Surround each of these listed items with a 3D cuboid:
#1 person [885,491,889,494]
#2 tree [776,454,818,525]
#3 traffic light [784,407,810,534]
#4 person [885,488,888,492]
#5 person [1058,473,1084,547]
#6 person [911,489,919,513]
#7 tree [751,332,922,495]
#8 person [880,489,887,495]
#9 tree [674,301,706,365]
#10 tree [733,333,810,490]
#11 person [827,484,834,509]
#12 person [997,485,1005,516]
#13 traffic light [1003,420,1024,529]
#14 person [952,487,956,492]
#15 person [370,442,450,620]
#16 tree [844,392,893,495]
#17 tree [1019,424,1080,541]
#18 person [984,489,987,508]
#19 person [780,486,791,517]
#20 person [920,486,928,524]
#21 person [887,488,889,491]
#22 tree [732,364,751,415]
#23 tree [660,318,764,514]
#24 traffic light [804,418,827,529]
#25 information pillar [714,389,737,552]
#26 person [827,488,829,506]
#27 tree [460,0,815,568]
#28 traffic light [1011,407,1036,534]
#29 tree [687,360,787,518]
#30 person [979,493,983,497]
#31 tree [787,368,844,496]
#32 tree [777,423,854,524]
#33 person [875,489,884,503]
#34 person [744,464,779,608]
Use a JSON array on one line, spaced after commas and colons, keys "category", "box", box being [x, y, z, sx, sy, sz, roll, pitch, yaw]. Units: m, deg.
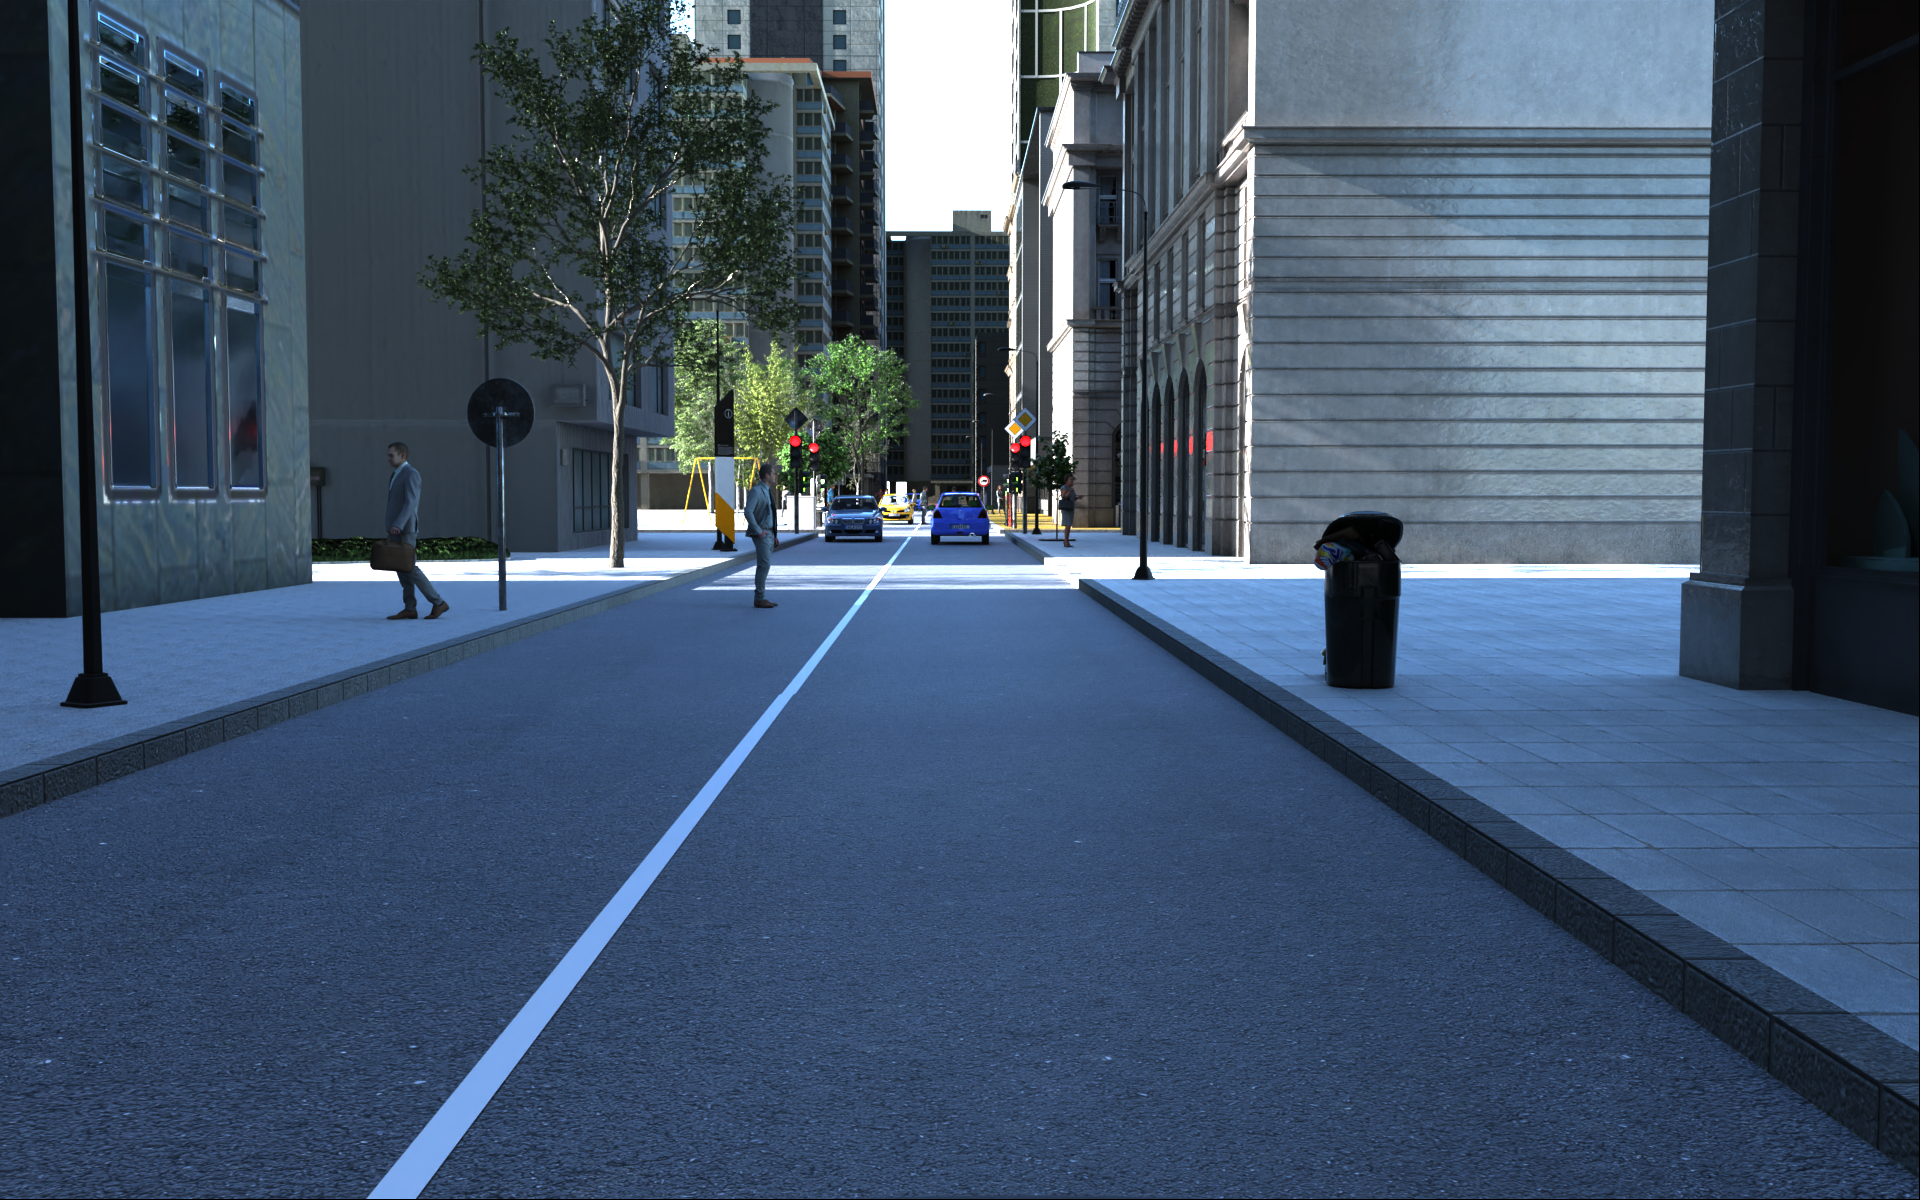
[{"category": "person", "box": [-4.418, -5.810, 105.304, 0.330, 1.601, 0.589, -1, 4, -23]}, {"category": "tree", "box": [-6.915, -4.726, 71.875, 1.663, 3.219, 1.824, 0, 3, 0]}, {"category": "traffic light", "box": [-5.275, -4.102, 55.986, 0.839, 4.253, 0.868, 0, 4, -1]}, {"category": "person", "box": [-6.691, -9.294, 158.128, 0.705, 1.807, 1.348, 0, 4, 8]}, {"category": "person", "box": [2.648, -2.166, 41.822, 0.532, 1.782, 0.716, 2, 4, 34]}, {"category": "person", "box": [-3.382, -7.336, 128.631, 0.728, 1.800, 0.709, 1, 4, 15]}, {"category": "tree", "box": [-6.505, -11.438, 112.774, 9.928, 11.665, 9.643, 0, 3, 0]}, {"category": "person", "box": [-6.264, -8.367, 143.641, 0.742, 1.727, 0.445, 0, 4, -5]}, {"category": "tree", "box": [-25.020, -16.825, 130.973, 12.611, 20.169, 13.585, 0, 3, 0]}, {"category": "tree", "box": [-8.993, -7.917, 79.810, 4.737, 8.622, 4.395, 0, 3, 0]}, {"category": "person", "box": [-6.326, -4.779, 84.529, 0.444, 1.785, 0.601, -1, 4, -11]}, {"category": "person", "box": [2.421, -5.692, 99.387, 0.573, 1.790, 0.520, 2, 4, 34]}, {"category": "traffic light", "box": [2.009, -4.595, 64.057, 0.839, 4.253, 0.868, 0, 4, -1]}, {"category": "person", "box": [-0.267, -4.400, 80.783, 0.721, 1.781, 0.623, 2, 4, 29]}, {"category": "person", "box": [-5.690, -0.706, 17.703, 0.853, 1.813, 0.709, -3, 5, -40]}, {"category": "tree", "box": [-7.181, -10.632, 124.203, 4.360, 8.622, 3.978, 0, 3, 0]}, {"category": "tree", "box": [2.698, -3.245, 47.656, 1.663, 3.219, 1.824, 0, 3, 0]}, {"category": "person", "box": [2.409, -9.574, 163.238, 0.551, 1.740, 0.621, 1, 4, 15]}, {"category": "person", "box": [-9.722, -5.531, 96.652, 0.537, 1.800, 0.526, 2, 4, 30]}, {"category": "person", "box": [-1.711, -4.522, 82.533, 0.391, 1.810, 0.635, 0, 4, 2]}, {"category": "person", "box": [-6.800, -9.608, 163.150, 0.705, 1.823, 1.348, -1, 4, -10]}, {"category": "tree", "box": [-14.008, -12.320, 127.183, 9.928, 11.665, 9.643, 0, 3, 0]}, {"category": "tree", "box": [-16.607, -11.883, 112.414, 7.486, 12.596, 7.792, 0, 3, 0]}, {"category": "traffic light", "box": [-5.351, -4.590, 63.971, 0.839, 4.253, 0.868, 0, 4, -1]}, {"category": "information pillar", "box": [-5.229, -2.887, 38.561, 0.504, 3.616, 0.183, -3, 5, -43]}, {"category": "person", "box": [-10.407, -7.932, 136.081, 0.532, 1.782, 0.716, 1, 4, 10]}, {"category": "tree", "box": [-5.733, -5.855, 30.142, 7.601, 10.594, 8.767, -3, 5, -44]}, {"category": "traffic light", "box": [2.086, -4.107, 56.072, 0.839, 4.253, 0.868, 0, 4, -1]}, {"category": "tree", "box": [-12.054, -8.665, 92.033, 4.360, 8.622, 3.978, 0, 3, 0]}, {"category": "person", "box": [1.997, -10.073, 173.999, 1.065, 1.426, 0.557, 1, 4, 12]}, {"category": "tree", "box": [-9.295, -9.165, 100.213, 4.360, 8.622, 3.978, 0, 3, 0]}, {"category": "tree", "box": [-6.314, -5.622, 75.626, 4.285, 4.588, 4.351, 0, 3, 0]}, {"category": "person", "box": [-6.660, -8.508, 145.871, 1.217, 1.743, 0.721, 0, 4, -5]}, {"category": "person", "box": [-2.503, -0.820, 22.014, 0.391, 1.810, 0.635, 0, 4, 6]}]
